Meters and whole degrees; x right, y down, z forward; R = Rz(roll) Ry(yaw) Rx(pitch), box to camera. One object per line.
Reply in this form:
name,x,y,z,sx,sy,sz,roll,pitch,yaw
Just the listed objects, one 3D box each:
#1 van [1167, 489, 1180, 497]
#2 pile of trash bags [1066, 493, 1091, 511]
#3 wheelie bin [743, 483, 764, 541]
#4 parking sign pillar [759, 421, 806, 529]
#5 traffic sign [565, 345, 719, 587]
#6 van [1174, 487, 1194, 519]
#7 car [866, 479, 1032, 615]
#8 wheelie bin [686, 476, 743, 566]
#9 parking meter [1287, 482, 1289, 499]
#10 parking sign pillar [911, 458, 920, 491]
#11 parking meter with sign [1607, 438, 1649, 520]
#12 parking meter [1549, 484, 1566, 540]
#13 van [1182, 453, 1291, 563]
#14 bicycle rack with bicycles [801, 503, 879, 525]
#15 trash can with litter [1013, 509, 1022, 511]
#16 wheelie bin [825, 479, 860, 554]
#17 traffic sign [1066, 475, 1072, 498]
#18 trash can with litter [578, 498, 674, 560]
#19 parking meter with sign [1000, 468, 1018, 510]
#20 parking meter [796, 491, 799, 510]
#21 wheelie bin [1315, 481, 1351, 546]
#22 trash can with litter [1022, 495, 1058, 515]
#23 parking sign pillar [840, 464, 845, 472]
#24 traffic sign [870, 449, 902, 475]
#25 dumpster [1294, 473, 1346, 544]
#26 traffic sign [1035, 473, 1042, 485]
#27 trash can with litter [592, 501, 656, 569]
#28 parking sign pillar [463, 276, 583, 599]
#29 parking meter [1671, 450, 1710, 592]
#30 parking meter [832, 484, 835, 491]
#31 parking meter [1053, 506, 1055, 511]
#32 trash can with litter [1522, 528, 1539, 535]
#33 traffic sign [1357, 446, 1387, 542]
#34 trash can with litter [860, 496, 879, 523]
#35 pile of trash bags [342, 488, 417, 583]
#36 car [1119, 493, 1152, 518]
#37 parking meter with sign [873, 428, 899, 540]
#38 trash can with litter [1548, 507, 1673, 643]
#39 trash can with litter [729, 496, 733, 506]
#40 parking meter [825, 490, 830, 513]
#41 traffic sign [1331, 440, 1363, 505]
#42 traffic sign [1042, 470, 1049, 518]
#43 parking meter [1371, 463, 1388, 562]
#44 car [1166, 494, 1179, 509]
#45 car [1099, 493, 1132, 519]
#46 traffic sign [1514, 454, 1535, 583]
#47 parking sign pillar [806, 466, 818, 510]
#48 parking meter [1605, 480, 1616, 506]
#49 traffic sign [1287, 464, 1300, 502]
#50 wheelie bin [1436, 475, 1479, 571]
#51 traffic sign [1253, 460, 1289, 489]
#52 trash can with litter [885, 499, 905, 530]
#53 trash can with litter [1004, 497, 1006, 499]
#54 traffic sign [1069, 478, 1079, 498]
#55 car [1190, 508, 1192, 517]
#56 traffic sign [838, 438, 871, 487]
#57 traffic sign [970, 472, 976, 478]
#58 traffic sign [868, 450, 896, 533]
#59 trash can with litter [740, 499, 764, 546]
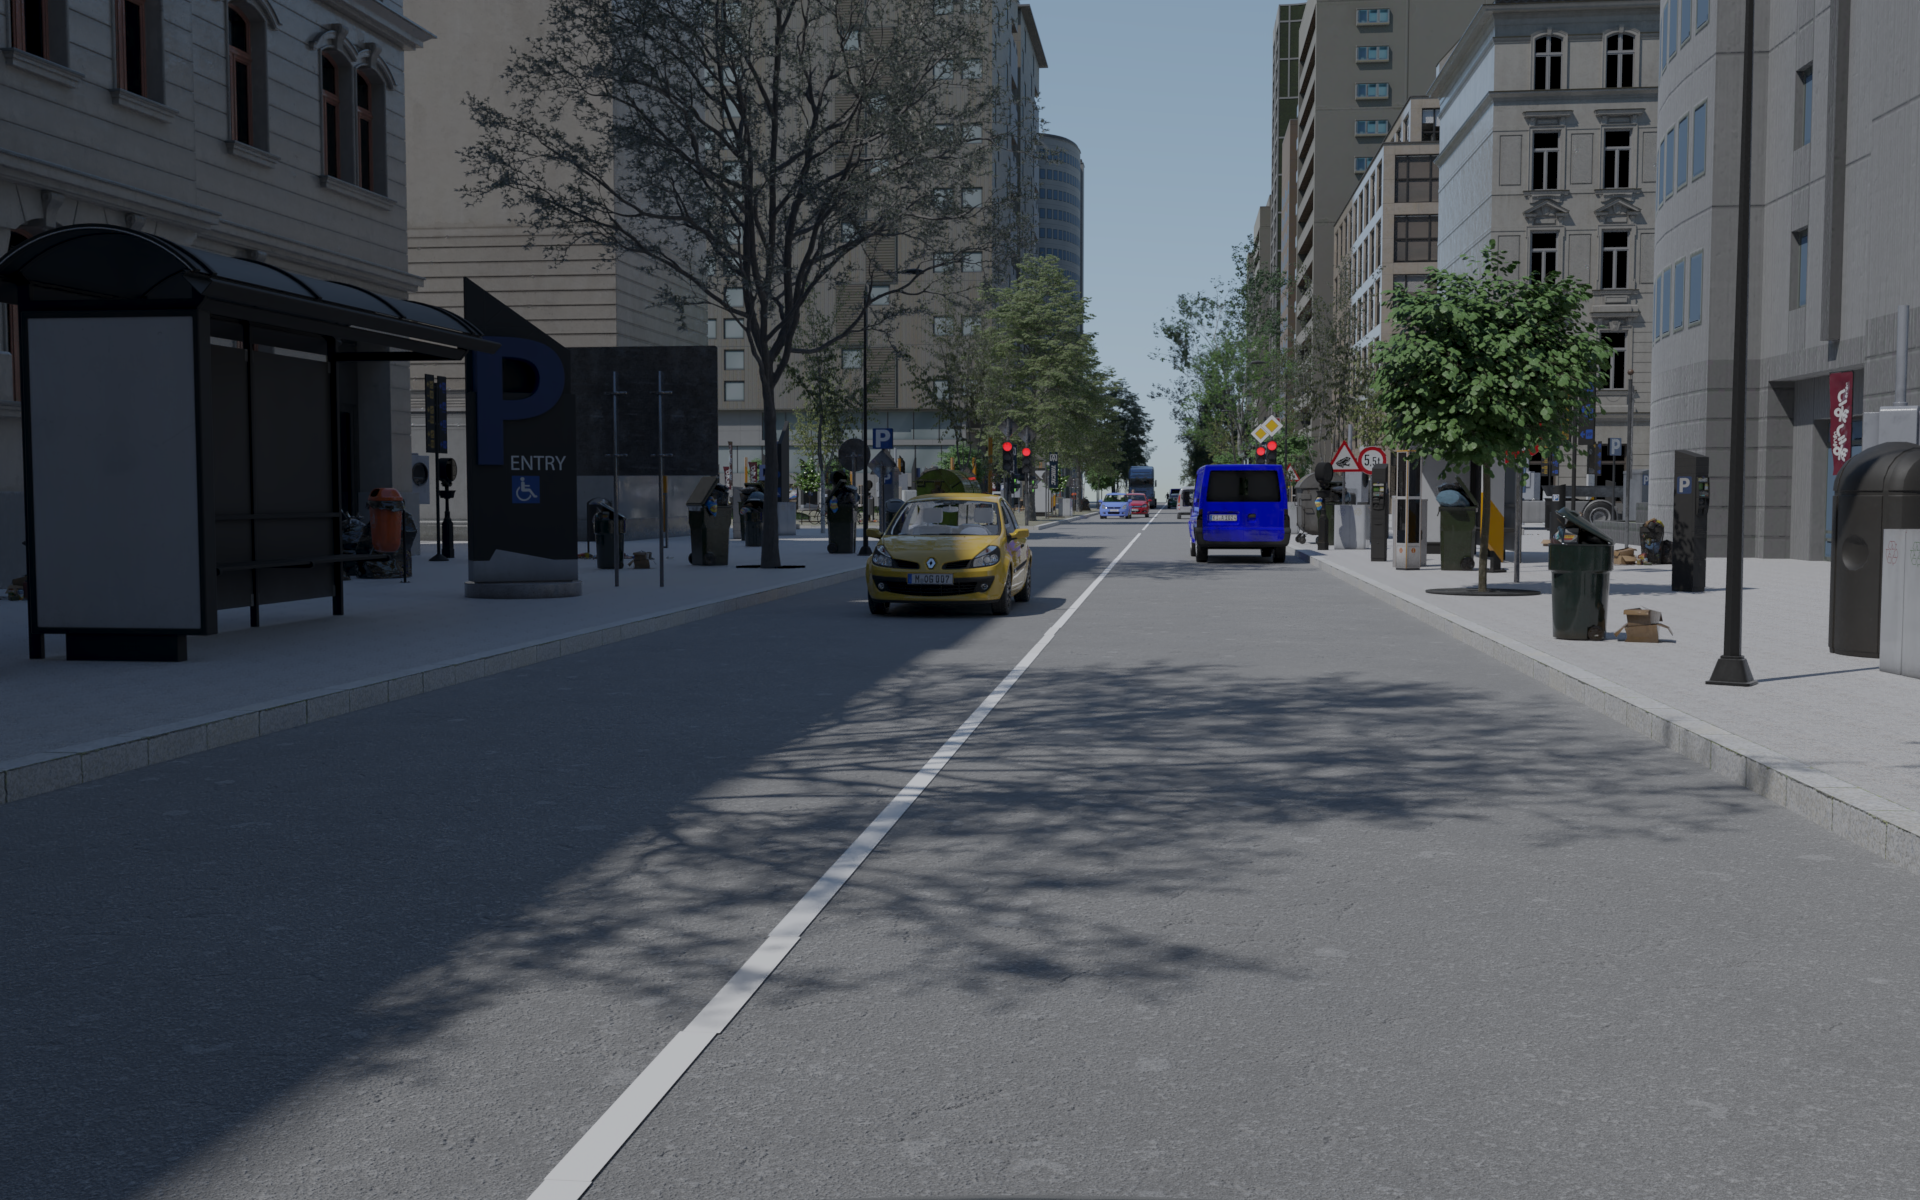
van,24.106,-11.479,192.060,2.240,2.365,5.245,0,4,5
pile of trash bags,8.950,-7.549,133.173,1.912,1.369,3.447,0,4,-5
wheelie bin,-5.674,-2.429,47.625,0.980,1.594,0.693,3,4,38
parking sign pillar,-6.567,-4.570,63.189,1.447,3.967,1.447,0,4,7
traffic sign,-4.444,-1.837,23.902,2.265,3.308,0.079,0,4,7
van,13.375,-5.693,100.100,2.013,2.044,4.112,0,4,7
car,-0.082,-0.708,21.804,2.015,1.641,3.980,0,4,8
wheelie bin,-4.512,-1.427,31.233,0.693,1.594,0.980,-3,4,-36
parking meter,13.219,-3.986,70.888,0.399,1.863,0.255,3,4,37
parking sign pillar,-3.300,-8.589,128.898,1.447,3.967,1.447,-1,4,-12
parking meter with sign,20.722,-3.474,53.057,0.543,3.016,1.738,-2,4,-32
parking meter,15.159,-2.172,43.924,0.372,1.533,0.369,0,3,0
van,6.043,-2.050,37.904,2.240,2.365,5.245,0,4,6
bicycle rack with bicycles,-5.241,-3.630,72.728,2.925,0.926,2.852,-2,4,-33
trash can with litter,4.647,-7.232,129.301,2.233,1.210,1.678,2,4,30
wheelie bin,-2.533,-1.812,37.526,0.693,1.594,0.980,0,4,5
traffic sign,7.505,-7.212,117.925,0.884,2.594,0.081,1,4,13
trash can with litter,-6.788,-1.413,34.168,2.233,1.210,1.678,1,4,13
parking meter with sign,2.988,-7.149,113.145,0.543,3.016,1.738,3,5,43
parking meter,-13.385,-8.302,141.450,0.399,1.863,0.255,-1,4,-20
wheelie bin,9.359,-2.167,43.330,0.980,1.594,0.693,-2,4,-32
trash can with litter,5.300,-5.911,107.700,2.233,1.210,1.678,1,4,14
parking sign pillar,-9.084,-8.852,133.196,1.447,3.967,1.447,0,4,-4
traffic sign,-2.046,-2.921,47.760,0.884,2.594,0.081,0,4,7
dumpster,9.349,-2.392,44.865,1.264,1.857,1.865,0,4,7
traffic sign,3.886,-5.467,90.572,0.795,2.450,0.064,1,4,13
trash can with litter,-5.784,-1.128,29.824,1.055,1.170,0.624,-1,4,-14
parking sign pillar,-5.500,-2.034,21.720,1.447,3.967,1.447,-2,4,-25
parking meter,9.607,-1.043,22.769,0.255,1.863,0.399,-2,4,-29
parking meter,-5.407,-4.283,75.736,0.399,1.863,0.255,-1,4,-11
parking meter,7.099,-7.801,133.256,0.399,1.863,0.255,2,4,35
trash can with litter,17.090,-2.677,54.831,1.678,1.210,2.233,-2,4,-27
traffic sign,10.934,-2.807,46.004,0.768,2.556,0.104,1,4,9
trash can with litter,-4.094,-4.505,84.717,1.678,1.210,2.233,2,4,28
pile of trash bags,-9.093,-0.995,26.026,1.912,1.369,3.447,-3,4,-38
car,10.724,-5.956,106.428,2.155,1.783,4.494,0,4,7
parking meter with sign,-1.889,-3.085,46.708,0.543,3.016,1.738,1,4,10
trash can with litter,5.719,-0.236,15.238,1.055,1.170,0.624,2,4,23
trash can with litter,-16.318,-7.122,127.496,2.233,1.210,1.678,-2,4,-30
parking meter,-8.552,-6.324,111.814,0.372,1.533,0.369,0,3,0
traffic sign,9.270,-2.558,41.834,0.884,2.594,0.081,1,4,13
traffic sign,4.716,-5.633,92.201,0.768,2.556,0.104,1,4,16
parking meter,7.982,-1.666,32.953,0.255,1.863,0.399,2,4,23
car,21.333,-9.683,170.113,2.131,1.459,4.920,1,4,9
car,9.046,-5.557,100.455,1.945,1.707,3.694,1,4,9
traffic sign,8.051,-1.521,24.969,0.768,2.556,0.104,1,4,14
parking sign pillar,-11.581,-8.839,132.983,1.447,3.967,1.447,-3,4,-37
parking meter,27.539,-4.134,73.303,0.399,1.863,0.255,3,5,43
traffic sign,13.778,-4.422,72.309,0.884,2.594,0.081,1,4,9
wheelie bin,8.350,-1.297,29.108,0.693,1.594,0.980,1,4,15
traffic sign,14.957,-5.371,81.687,2.265,3.308,0.079,1,4,14
trash can with litter,-1.465,-1.836,41.399,0.624,1.170,1.055,0,4,-8
trash can with litter,1.500,-3.699,71.869,1.055,1.170,0.624,1,4,11
traffic sign,7.280,-6.629,110.510,0.606,2.300,0.079,1,4,12
car,11.960,-4.320,83.214,1.945,1.354,3.894,1,4,9
traffic sign,-2.408,-2.403,39.403,0.768,2.556,0.104,1,4,12
traffic sign,0.301,-4.436,73.712,0.795,2.450,0.064,1,4,13
traffic sign,-2.051,-2.699,45.319,0.795,2.450,0.064,1,4,10
trash can with litter,-5.119,-1.903,42.504,0.624,1.170,1.055,-1,4,-11
